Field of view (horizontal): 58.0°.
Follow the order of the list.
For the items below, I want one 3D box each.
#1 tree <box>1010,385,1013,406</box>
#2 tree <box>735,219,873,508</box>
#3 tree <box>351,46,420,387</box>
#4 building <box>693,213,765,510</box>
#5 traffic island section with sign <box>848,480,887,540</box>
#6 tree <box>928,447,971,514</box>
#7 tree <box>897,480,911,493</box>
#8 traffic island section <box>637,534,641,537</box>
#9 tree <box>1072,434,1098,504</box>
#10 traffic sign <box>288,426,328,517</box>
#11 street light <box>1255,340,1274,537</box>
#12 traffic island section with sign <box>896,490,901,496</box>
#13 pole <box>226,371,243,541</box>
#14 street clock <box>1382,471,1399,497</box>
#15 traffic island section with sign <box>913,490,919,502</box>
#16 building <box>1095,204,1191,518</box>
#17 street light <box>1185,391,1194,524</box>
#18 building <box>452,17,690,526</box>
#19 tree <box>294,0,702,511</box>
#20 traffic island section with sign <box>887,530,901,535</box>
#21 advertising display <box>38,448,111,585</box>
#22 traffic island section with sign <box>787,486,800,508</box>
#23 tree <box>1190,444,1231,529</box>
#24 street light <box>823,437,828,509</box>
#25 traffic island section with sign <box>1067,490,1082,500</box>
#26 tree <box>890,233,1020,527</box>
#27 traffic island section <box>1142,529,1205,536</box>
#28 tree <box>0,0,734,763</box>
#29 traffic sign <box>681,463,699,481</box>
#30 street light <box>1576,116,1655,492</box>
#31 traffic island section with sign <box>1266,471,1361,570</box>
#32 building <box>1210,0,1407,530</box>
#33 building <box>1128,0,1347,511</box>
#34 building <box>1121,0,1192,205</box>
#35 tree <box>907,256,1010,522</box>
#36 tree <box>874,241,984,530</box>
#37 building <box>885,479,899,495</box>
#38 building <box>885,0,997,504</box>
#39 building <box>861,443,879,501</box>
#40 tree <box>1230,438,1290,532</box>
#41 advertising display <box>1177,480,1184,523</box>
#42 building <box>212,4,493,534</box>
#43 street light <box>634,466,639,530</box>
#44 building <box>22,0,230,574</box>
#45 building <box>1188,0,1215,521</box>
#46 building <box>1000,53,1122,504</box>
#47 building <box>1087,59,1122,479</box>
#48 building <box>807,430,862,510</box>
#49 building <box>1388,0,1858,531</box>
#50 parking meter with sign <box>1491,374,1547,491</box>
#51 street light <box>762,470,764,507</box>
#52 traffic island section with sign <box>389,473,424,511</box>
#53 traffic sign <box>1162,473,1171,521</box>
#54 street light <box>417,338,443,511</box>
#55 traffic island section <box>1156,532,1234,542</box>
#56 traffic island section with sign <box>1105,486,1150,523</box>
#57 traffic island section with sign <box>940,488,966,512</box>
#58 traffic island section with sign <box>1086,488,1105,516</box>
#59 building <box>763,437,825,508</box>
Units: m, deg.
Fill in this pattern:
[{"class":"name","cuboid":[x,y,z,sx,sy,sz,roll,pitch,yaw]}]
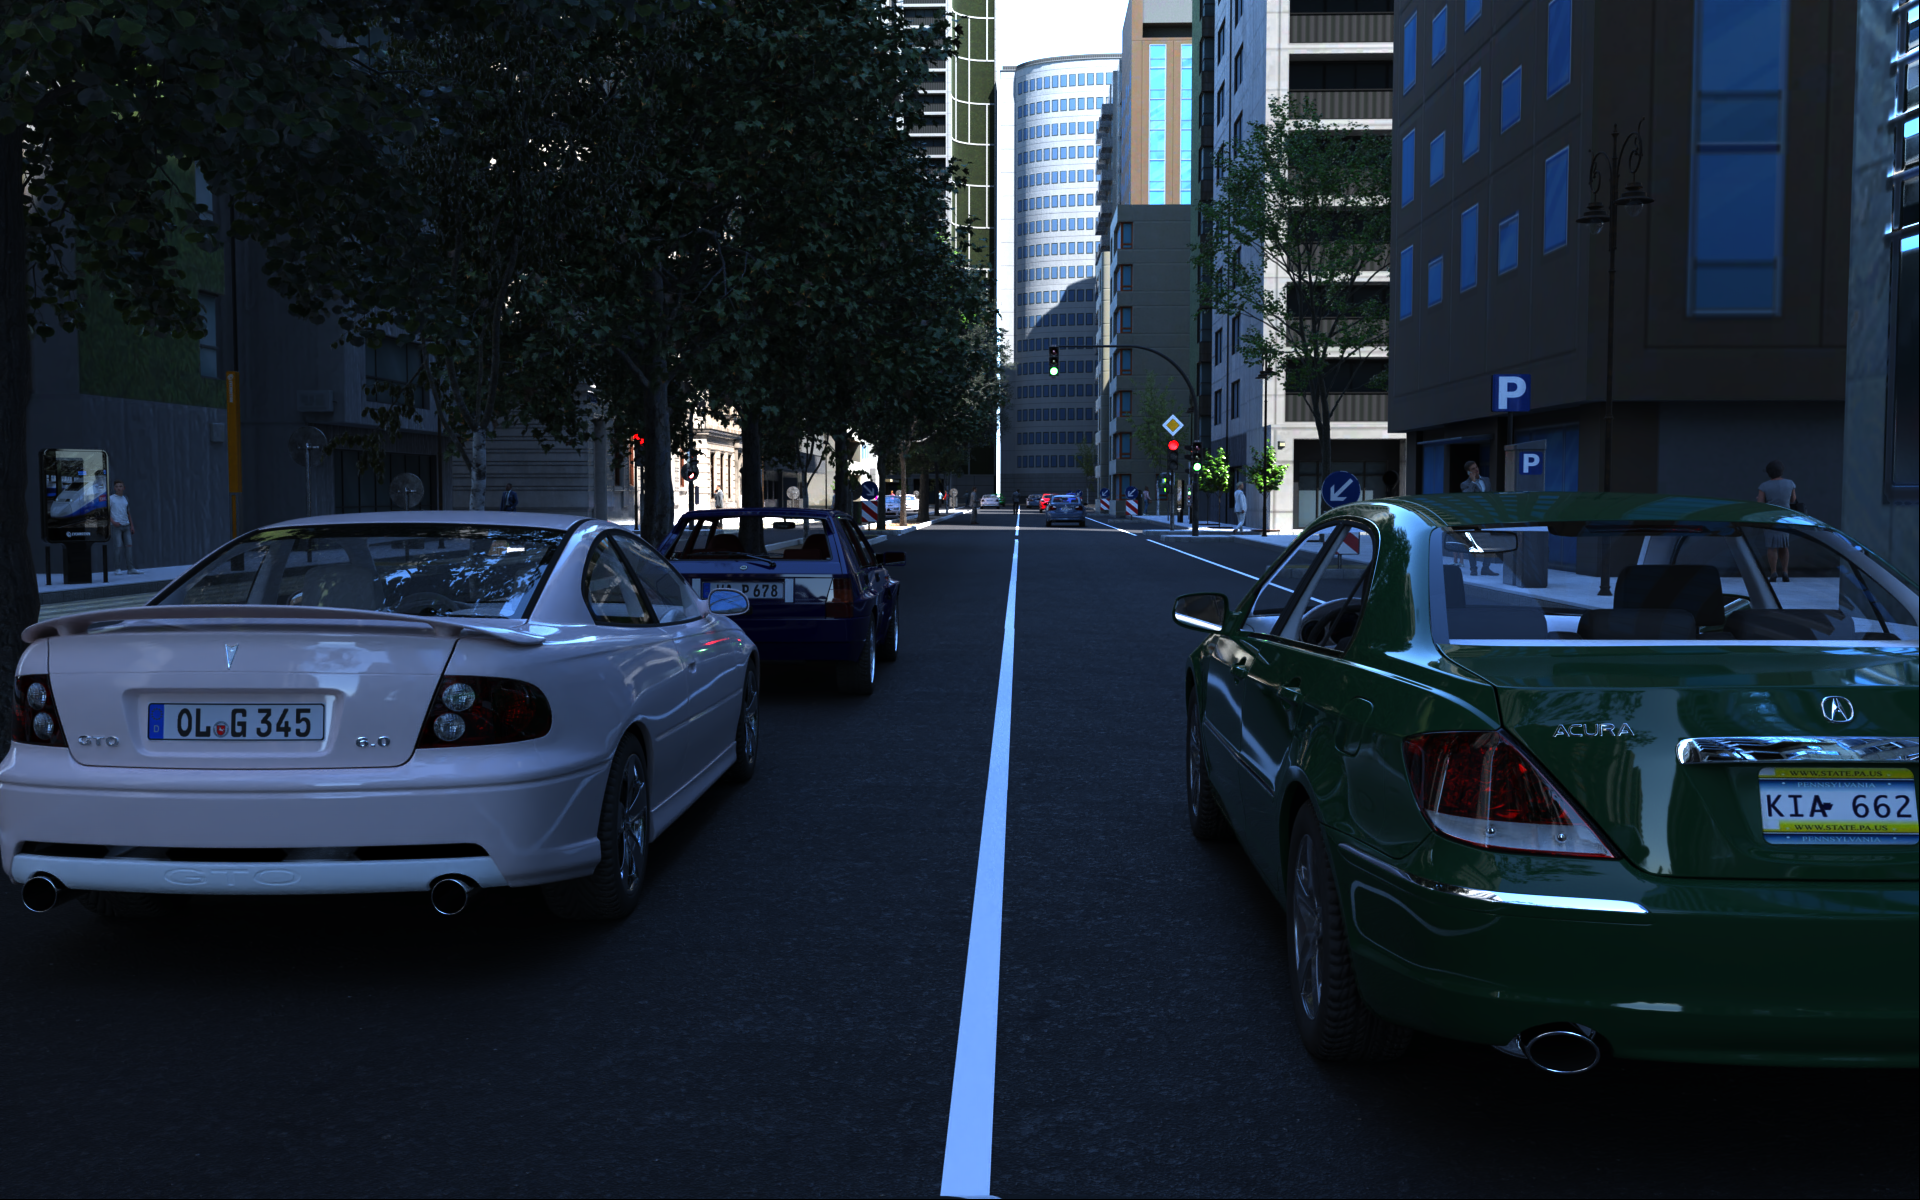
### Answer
[{"class":"tree","cuboid":[-3.352,-7.909,48.775,9.611,12.733,9.660,0,3,0]},{"class":"tree","cuboid":[-3.712,-5.433,41.647,4.737,8.622,4.395,0,3,0]},{"class":"tree","cuboid":[-4.216,-6.390,23.943,9.611,12.733,9.660,0,3,0]},{"class":"building","cuboid":[-16.580,-13.969,93.023,10.561,19.102,19.286,0,4,2]},{"class":"traffic island section with sign","cuboid":[-3.405,-2.777,53.548,2.006,1.907,1.989,0,4,2]},{"class":"tree","cuboid":[-0.925,-10.335,121.797,4.360,8.622,3.978,0,3,0]},{"class":"tree","cuboid":[-6.576,-12.747,203.010,1.663,3.219,1.824,0,3,0]},{"class":"traffic island section","cuboid":[-9.827,-1.912,53.537,2.009,0.180,2.903,0,4,2]},{"class":"tree","cuboid":[15.983,-16.081,213.291,4.737,8.622,4.395,0,3,0]},{"class":"traffic sign","cuboid":[-12.227,-1.980,32.485,0.768,2.556,0.104,0,4,5]},{"class":"street light","cuboid":[9.207,-4.858,52.209,0.468,5.910,1.993,0,4,2]},{"class":"traffic island section with sign","cuboid":[-5.681,-9.454,163.204,1.989,1.847,2.006,0,4,2]},{"class":"pole","cuboid":[-12.098,-2.145,28.906,0.158,3.312,0.155,0,3,0]},{"class":"street clock","cuboid":[13.278,-2.987,53.410,0.471,2.002,0.358,2,4,29]},{"class":"traffic island section with sign","cuboid":[-4.741,-11.102,190.144,1.989,1.847,2.006,0,4,2]},{"class":"building","cuboid":[23.712,-16.674,117.662,27.650,21.520,28.899,0,4,2]},{"class":"street light","cuboid":[9.990,-6.238,74.774,0.468,5.910,1.993,0,4,2]},{"class":"building","cuboid":[-18.261,-14.466,72.684,11.583,22.565,21.152,0,4,2]},{"class":"tree","cuboid":[-4.527,-3.879,16.241,4.360,8.622,3.978,0,3,0]},{"class":"traffic island section with sign","cuboid":[-3.138,-3.230,60.950,2.006,1.907,1.989,0,4,2]},{"class":"advertising display","cuboid":[-12.614,-1.192,24.709,0.123,1.923,0.974,2,4,32]},{"class":"traffic island section with sign","cuboid":[-8.336,-4.771,86.635,1.989,1.847,2.006,0,4,2]},{"class":"tree","cuboid":[9.814,-4.305,64.990,1.663,3.219,1.824,0,3,0]},{"class":"street light","cuboid":[-9.446,-9.136,122.168,0.468,5.910,1.993,0,4,2]},{"class":"traffic island section with sign","cuboid":[11.030,-9.418,162.614,1.989,1.847,2.006,0,4,2]},{"class":"tree","cuboid":[-2.470,-9.963,75.730,12.009,13.543,11.850,0,3,0]},{"class":"traffic island section","cuboid":[7.481,-2.363,60.921,2.009,0.180,2.903,0,4,2]},{"class":"tree","cuboid":[-5.097,-6.089,8.660,9.857,13.997,8.962,0,3,0]},{"class":"traffic sign","cuboid":[-10.920,-4.275,69.998,0.768,2.556,0.104,0,4,8]},{"class":"street light","cuboid":[8.167,-2.995,21.753,0.468,5.910,1.993,0,4,2]},{"class":"traffic island section with sign","cuboid":[6.416,-1.326,30.306,1.989,1.847,2.006,0,4,2]},{"class":"building","cuboid":[21.575,-38.559,68.684,20.611,71.187,20.563,0,4,2]},{"class":"building","cuboid":[24.857,-44.617,167.734,20.563,71.187,20.611,0,4,2]},{"class":"building","cuboid":[21.363,-30.651,151.262,14.600,45.320,14.200,0,4,2]},{"class":"tree","cuboid":[-1.900,-10.985,88.720,9.857,13.997,8.962,0,3,0]},{"class":"tree","cuboid":[-2.871,-8.351,64.746,9.928,11.665,9.643,0,3,0]},{"class":"building","cuboid":[-22.271,-33.413,200.921,28.867,44.769,22.147,0,4,2]},{"class":"building","cuboid":[-5.443,-48.397,229.547,20.611,71.187,20.563,0,4,2]},{"class":"building","cuboid":[-19.709,-38.511,171.647,21.231,58.520,28.212,0,4,2]},{"class":"tree","cuboid":[10.622,-3.975,59.592,1.663,3.219,1.824,0,3,0]},{"class":"advertising display","cuboid":[9.904,-4.441,77.822,0.123,1.923,0.974,0,4,-6]},{"class":"building","cuboid":[-20.336,-16.708,44.880,14.107,30.474,14.160,0,4,2]},{"class":"street light","cuboid":[-11.561,-5.438,61.702,0.468,5.910,1.993,0,4,2]},{"class":"building","cuboid":[-21.129,-20.891,25.169,14.154,41.232,14.086,0,4,2]},{"class":"building","cuboid":[18.571,-19.352,88.101,14.160,30.474,14.107,0,4,2]},{"class":"building","cuboid":[19.390,-42.074,229.902,28.212,58.520,21.231,0,4,2]},{"class":"building","cuboid":[26.564,-35.131,193.995,23.786,49.044,30.456,0,4,2]},{"class":"building","cuboid":[-20.022,-32.011,147.083,21.300,48.544,21.600,0,4,2]},{"class":"building","cuboid":[16.617,-23.347,31.834,14.600,45.320,14.200,0,4,2]},{"class":"parking meter with sign","cuboid":[7.938,-1.722,24.411,0.543,3.016,1.738,0,4,4]},{"class":"street light","cuboid":[-10.471,-7.286,91.907,0.468,5.910,1.993,0,4,2]},{"class":"traffic island section with sign","cuboid":[-10.264,-1.408,31.649,1.989,1.847,2.006,0,4,2]},{"class":"traffic sign","cuboid":[9.990,-4.949,83.047,0.606,2.300,0.079,1,4,11]},{"class":"street light","cuboid":[-12.233,-4.153,40.688,0.468,5.910,1.993,0,4,2]},{"class":"traffic island section","cuboid":[7.203,-1.875,52.941,2.009,0.180,2.903,0,4,2]},{"class":"traffic island section with sign","cuboid":[8.357,-4.725,85.878,1.989,1.847,2.006,0,4,2]},{"class":"traffic island section with sign","cuboid":[-0.533,-7.823,136.044,2.006,1.907,1.989,0,4,2]},{"class":"traffic island section with sign","cuboid":[9.295,-6.372,112.817,1.989,1.847,2.006,0,4,2]},{"class":"building","cuboid":[-17.878,-18.255,117.539,14.314,24.678,30.058,0,4,2]}]
